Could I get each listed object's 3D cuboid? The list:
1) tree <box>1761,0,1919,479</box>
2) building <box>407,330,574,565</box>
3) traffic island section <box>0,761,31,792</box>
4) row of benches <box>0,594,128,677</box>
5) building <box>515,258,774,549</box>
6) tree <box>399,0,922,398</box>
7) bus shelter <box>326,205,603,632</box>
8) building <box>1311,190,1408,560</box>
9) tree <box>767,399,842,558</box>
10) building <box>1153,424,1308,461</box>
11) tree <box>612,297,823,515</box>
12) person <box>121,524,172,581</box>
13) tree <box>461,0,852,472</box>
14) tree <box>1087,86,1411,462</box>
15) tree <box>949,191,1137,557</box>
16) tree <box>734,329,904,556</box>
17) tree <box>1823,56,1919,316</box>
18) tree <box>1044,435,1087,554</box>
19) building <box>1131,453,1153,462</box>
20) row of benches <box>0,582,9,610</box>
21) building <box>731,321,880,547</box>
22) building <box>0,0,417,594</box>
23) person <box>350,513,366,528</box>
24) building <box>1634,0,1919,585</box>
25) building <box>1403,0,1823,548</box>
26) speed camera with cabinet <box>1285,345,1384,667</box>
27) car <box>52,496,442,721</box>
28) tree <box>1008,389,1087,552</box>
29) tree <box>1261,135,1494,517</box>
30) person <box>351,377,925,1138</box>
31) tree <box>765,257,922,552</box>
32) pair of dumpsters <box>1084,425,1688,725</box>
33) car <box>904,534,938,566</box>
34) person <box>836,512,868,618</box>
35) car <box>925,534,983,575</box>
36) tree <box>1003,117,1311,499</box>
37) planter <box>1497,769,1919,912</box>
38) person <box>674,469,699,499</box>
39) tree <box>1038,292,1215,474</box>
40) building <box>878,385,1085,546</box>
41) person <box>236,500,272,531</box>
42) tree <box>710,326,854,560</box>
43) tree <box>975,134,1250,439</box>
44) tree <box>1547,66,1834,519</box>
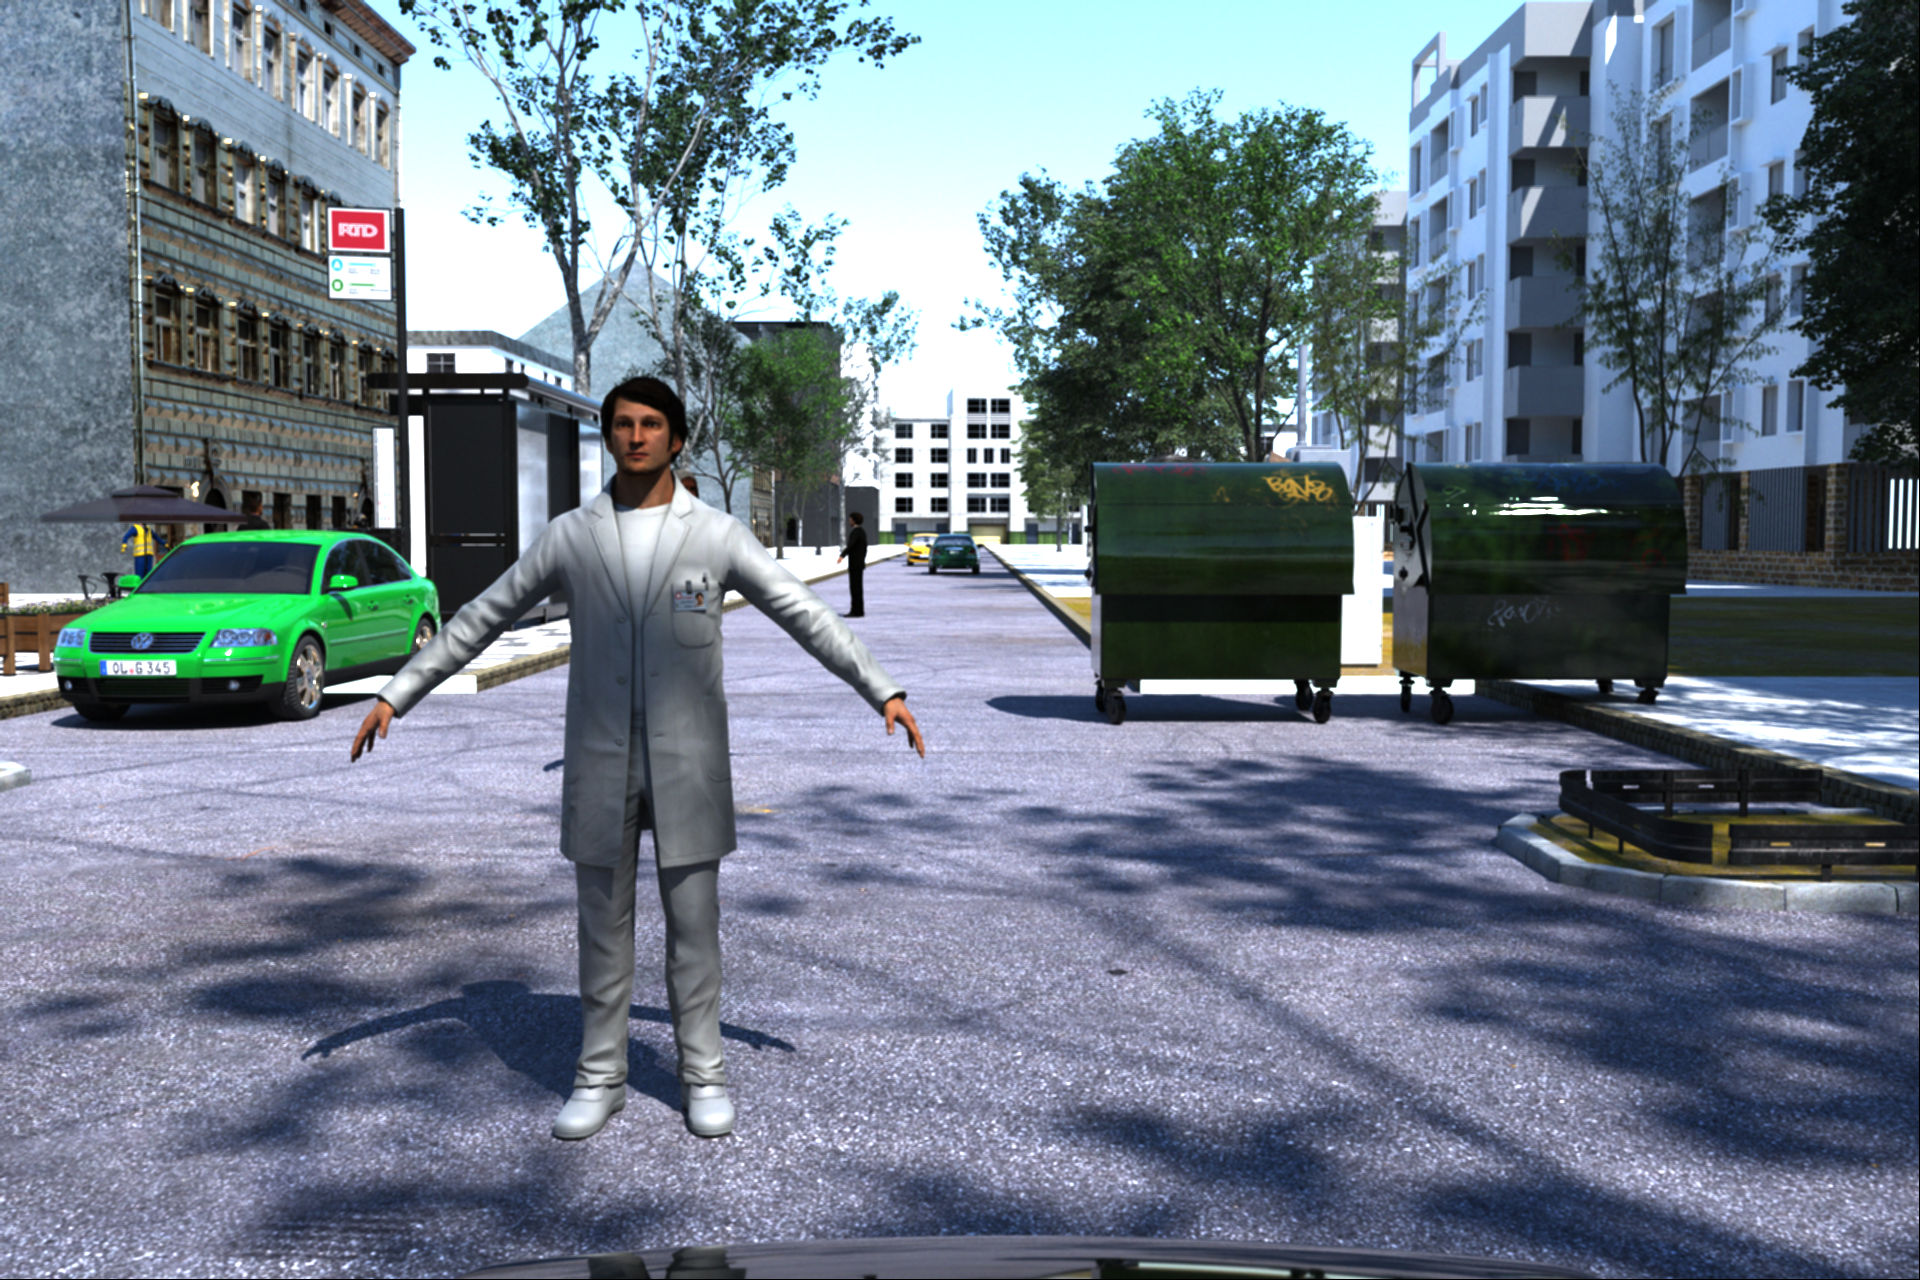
[{"bbox_3d":[18.589,-7.490,29.115,9.857,13.997,8.962,0,3,0],"label":"tree"},{"bbox_3d":[-23.548,-8.764,85.439,9.099,9.664,28.070,0,4,1],"label":"building"},{"bbox_3d":[-6.311,0.822,9.432,1.991,0.108,1.994,0,4,0],"label":"traffic island section"},{"bbox_3d":[-8.664,-0.062,16.481,1.422,0.672,4.104,1,4,12],"label":"row of benches"},{"bbox_3d":[-25.986,-19.305,146.559,19.493,23.208,18.063,0,4,-1],"label":"building"},{"bbox_3d":[-7.116,-11.148,38.161,12.611,20.169,13.585,0,3,0],"label":"tree"},{"bbox_3d":[-6.665,-2.834,23.976,2.179,5.291,8.768,0,4,0],"label":"bus shelter"},{"bbox_3d":[24.905,-14.690,96.599,16.016,20.090,11.380,0,3,0],"label":"building"},{"bbox_3d":[-8.781,-8.759,93.578,4.360,8.622,3.978,0,3,0],"label":"tree"},{"bbox_3d":[22.032,-12.456,145.804,9.099,9.664,28.070,0,4,1],"label":"building"},{"bbox_3d":[-9.150,-8.189,68.297,8.767,10.594,7.601,-3,5,-41],"label":"tree"},{"bbox_3d":[-15.516,-1.624,33.016,0.721,1.772,1.216,1,4,19],"label":"person"},{"bbox_3d":[-9.784,-12.196,55.286,12.611,20.169,13.585,0,3,0],"label":"tree"},{"bbox_3d":[6.856,-7.000,40.212,9.928,11.665,9.643,0,3,0],"label":"tree"},{"bbox_3d":[6.252,-14.699,96.211,12.611,20.169,13.585,0,3,0],"label":"tree"},{"bbox_3d":[-8.305,-11.784,103.044,12.009,13.543,11.850,0,3,0],"label":"tree"},{"bbox_3d":[12.931,-5.117,18.082,7.601,10.594,8.767,0,4,5],"label":"tree"},{"bbox_3d":[6.766,-9.720,109.278,4.360,8.622,3.978,0,3,0],"label":"tree"},{"bbox_3d":[21.899,-14.432,178.113,9.099,9.664,28.070,0,3,0],"label":"building"},{"bbox_3d":[-15.416,-0.554,24.521,1.422,0.672,4.104,1,4,18],"label":"row of benches"},{"bbox_3d":[-23.171,-20.709,182.562,27.936,21.610,32.646,0,3,0],"label":"building"},{"bbox_3d":[-26.629,-13.100,45.109,19.493,23.208,18.063,0,3,0],"label":"building"},{"bbox_3d":[-16.169,-2.506,46.737,0.705,1.858,1.354,0,4,-2],"label":"person"},{"bbox_3d":[25.558,-11.875,50.573,16.016,20.090,11.380,0,3,0],"label":"building"},{"bbox_3d":[22.628,-12.861,66.705,16.016,20.090,11.380,0,4,0],"label":"building"},{"bbox_3d":[3.773,-1.419,17.529,0.660,3.252,2.038,0,4,0],"label":"speed camera with cabinet"},{"bbox_3d":[-5.858,-0.362,14.719,1.959,1.807,4.718,0,4,1],"label":"car"},{"bbox_3d":[7.108,-12.373,120.432,7.486,12.596,7.792,0,3,0],"label":"tree"},{"bbox_3d":[7.419,-5.039,32.756,4.360,8.622,3.978,0,3,0],"label":"tree"},{"bbox_3d":[-0.762,0.272,4.191,1.347,1.806,0.705,0,4,-3],"label":"person"},{"bbox_3d":[-9.740,-16.218,121.054,12.611,20.169,13.585,0,3,0],"label":"tree"},{"bbox_3d":[3.184,-0.522,13.486,4.436,2.255,1.574,0,4,1],"label":"pair of dumpsters"},{"bbox_3d":[-1.517,-4.183,78.616,2.015,1.641,3.980,0,4,0],"label":"car"},{"bbox_3d":[-1.818,-1.298,29.865,0.705,1.806,1.347,1,4,15],"label":"person"},{"bbox_3d":[-0.206,-3.119,62.786,2.131,1.459,4.920,0,4,0],"label":"car"},{"bbox_3d":[6.203,-8.988,53.612,9.857,13.997,8.962,0,3,0],"label":"tree"},{"bbox_3d":[3.454,0.831,7.558,1.991,0.319,1.994,0,4,1],"label":"planter"},{"bbox_3d":[-1.632,-0.102,10.246,1.348,1.813,0.705,-2,4,-35],"label":"person"},{"bbox_3d":[6.495,-8.106,66.945,7.601,10.594,8.767,-1,4,-22],"label":"tree"},{"bbox_3d":[-1.305,-21.048,213.046,31.486,18.905,16.747,0,4,-3],"label":"building"},{"bbox_3d":[-10.810,-1.251,26.679,1.346,1.802,0.704,2,4,25],"label":"person"},{"bbox_3d":[-8.841,-9.802,86.014,9.928,11.665,9.643,0,3,0],"label":"tree"},{"bbox_3d":[7.911,-13.742,80.571,12.611,20.169,13.585,0,3,0],"label":"tree"},{"bbox_3d":[11.273,-4.756,28.129,4.360,8.622,3.978,0,3,0],"label":"tree"}]
